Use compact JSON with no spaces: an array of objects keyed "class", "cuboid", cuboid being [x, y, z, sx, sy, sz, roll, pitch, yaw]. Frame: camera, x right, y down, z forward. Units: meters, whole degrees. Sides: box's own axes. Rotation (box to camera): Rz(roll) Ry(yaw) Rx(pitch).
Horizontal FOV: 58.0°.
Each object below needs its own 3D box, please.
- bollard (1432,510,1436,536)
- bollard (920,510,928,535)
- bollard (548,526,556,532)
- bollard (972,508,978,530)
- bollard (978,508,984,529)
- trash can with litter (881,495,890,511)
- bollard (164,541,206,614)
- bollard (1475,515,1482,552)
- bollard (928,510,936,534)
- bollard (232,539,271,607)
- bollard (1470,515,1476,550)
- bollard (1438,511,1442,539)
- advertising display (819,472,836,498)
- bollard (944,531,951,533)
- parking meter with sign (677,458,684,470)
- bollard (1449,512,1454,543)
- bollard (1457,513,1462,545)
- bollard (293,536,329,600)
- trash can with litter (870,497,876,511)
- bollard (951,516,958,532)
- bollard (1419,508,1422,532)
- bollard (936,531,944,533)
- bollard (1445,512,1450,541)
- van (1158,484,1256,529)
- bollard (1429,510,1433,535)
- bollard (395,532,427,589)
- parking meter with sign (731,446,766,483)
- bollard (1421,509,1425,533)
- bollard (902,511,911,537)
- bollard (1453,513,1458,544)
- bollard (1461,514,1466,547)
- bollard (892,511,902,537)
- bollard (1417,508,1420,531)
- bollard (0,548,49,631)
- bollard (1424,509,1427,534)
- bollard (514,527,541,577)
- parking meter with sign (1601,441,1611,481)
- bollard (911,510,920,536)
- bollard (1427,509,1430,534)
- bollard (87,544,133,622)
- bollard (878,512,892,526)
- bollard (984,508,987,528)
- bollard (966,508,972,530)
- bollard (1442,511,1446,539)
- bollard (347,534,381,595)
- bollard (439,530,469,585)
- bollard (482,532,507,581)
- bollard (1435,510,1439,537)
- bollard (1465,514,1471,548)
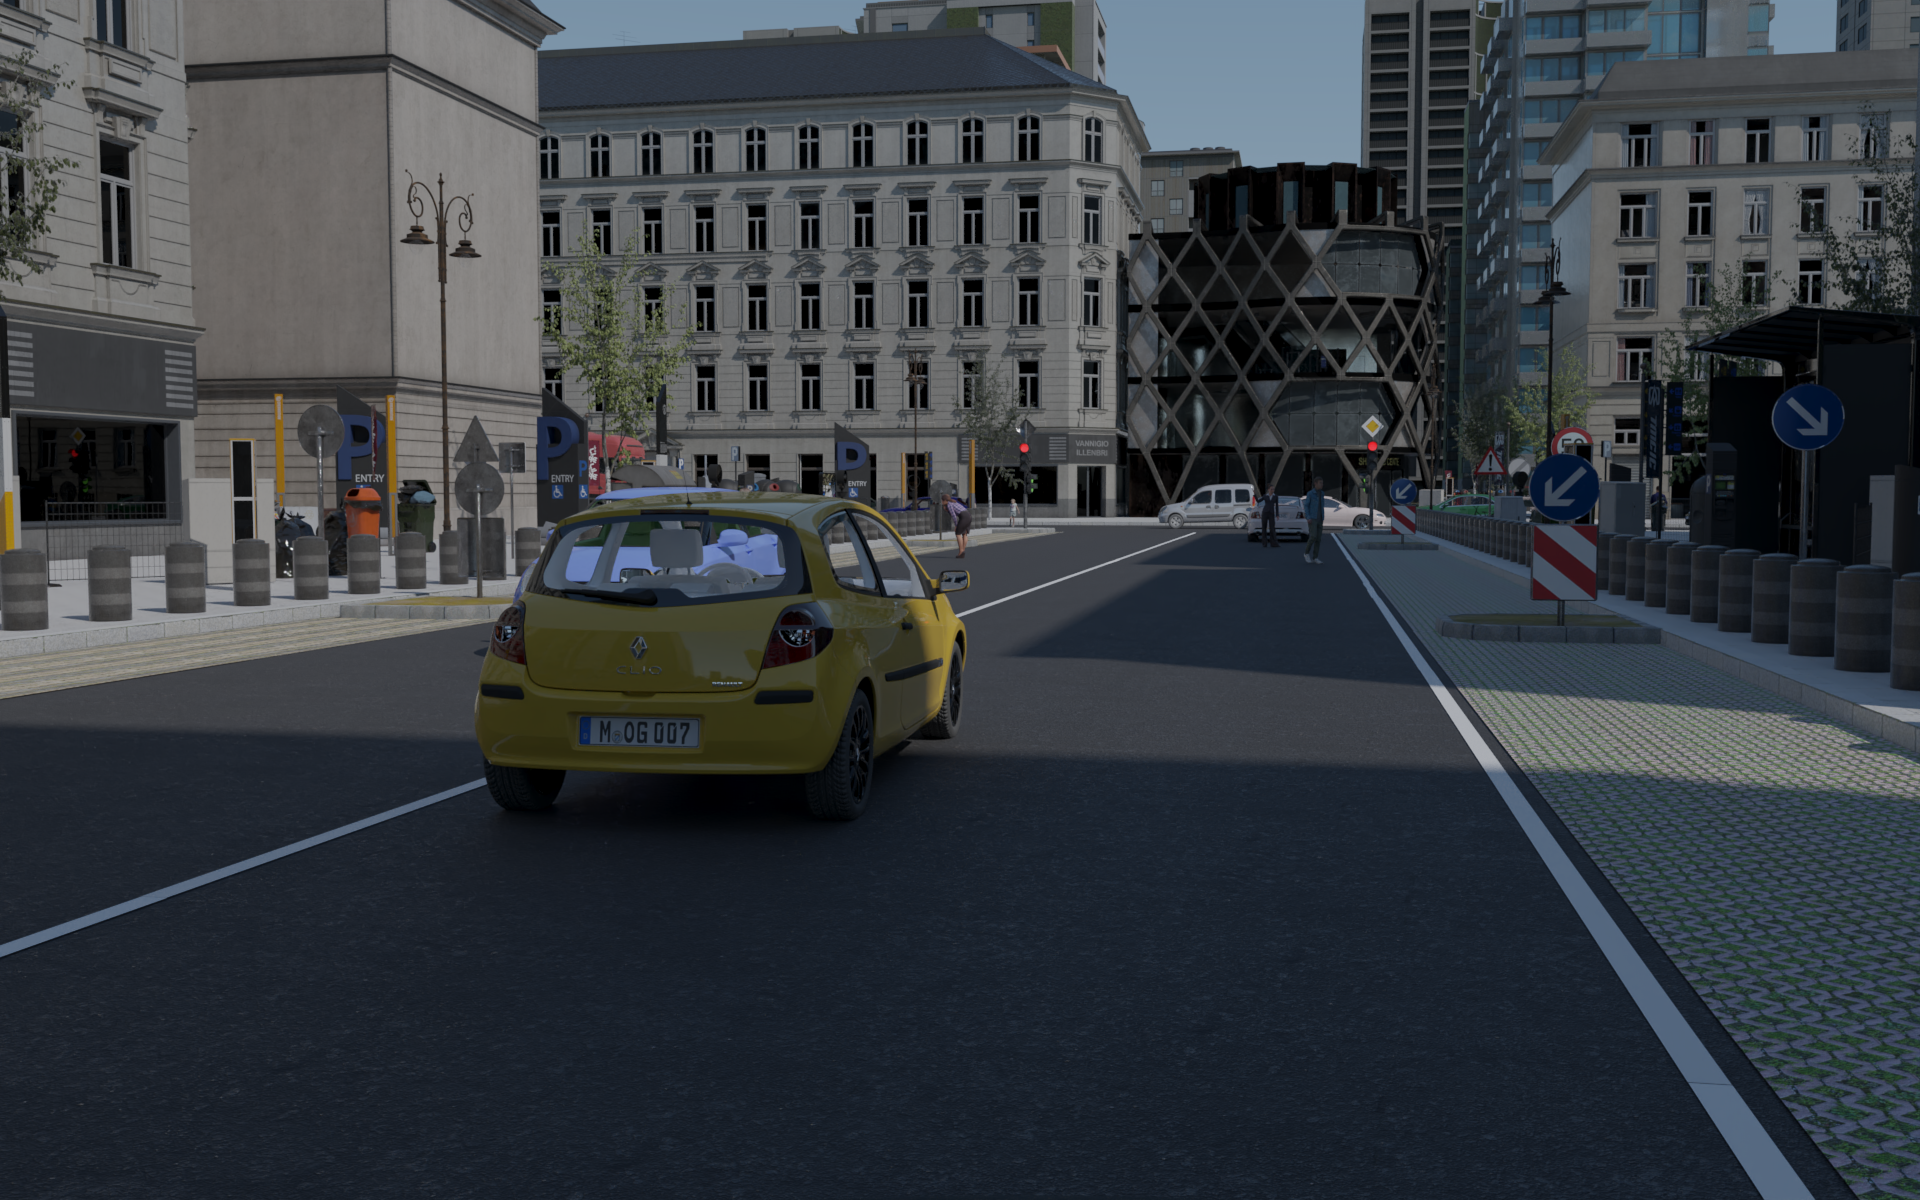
[{"class":"bollard","cuboid":[14.380,-2.258,51.633,0.404,0.777,0.398,0,3,0]},{"class":"bollard","cuboid":[-1.313,-2.414,54.185,0.404,0.777,0.398,0,3,0]},{"class":"bollard","cuboid":[-6.493,-0.824,28.188,0.404,0.777,0.398,0,3,0]},{"class":"bollard","cuboid":[0.337,-2.920,62.456,0.404,0.777,0.398,0,3,0]},{"class":"bollard","cuboid":[0.574,-2.992,63.642,0.404,0.777,0.398,0,3,0]},{"class":"trash can with litter","cuboid":[-7.504,-8.794,154.836,1.678,1.210,2.233,-1,4,-18]},{"class":"bollard","cuboid":[-8.380,-0.246,18.733,0.404,0.777,0.398,0,3,0]},{"class":"bollard","cuboid":[11.788,-1.463,38.644,0.404,0.777,0.398,0,3,0]},{"class":"bollard","cuboid":[-1.079,-2.486,55.364,0.404,0.777,0.398,0,3,0]},{"class":"bollard","cuboid":[-8.149,-0.318,19.922,0.404,0.777,0.398,0,3,0]},{"class":"bollard","cuboid":[12.023,-1.536,39.826,0.404,0.777,0.398,0,3,0]},{"class":"bollard","cuboid":[13.909,-2.114,49.277,0.404,0.777,0.398,0,3,0]},{"class":"advertising display","cuboid":[-3.949,-2.842,51.685,0.123,1.923,0.974,1,4,20]},{"class":"bollard","cuboid":[-0.605,-2.630,57.720,0.404,0.777,0.398,0,3,0]},{"class":"parking meter with sign","cuboid":[-14.442,-5.425,84.957,1.738,3.016,0.543,1,4,19]},{"class":"bollard","cuboid":[13.202,-1.897,45.736,0.404,0.777,0.398,0,3,0]},{"class":"bollard","cuboid":[12.729,-1.753,43.379,0.404,0.777,0.398,0,3,0]},{"class":"bollard","cuboid":[-7.908,-0.390,21.099,0.404,0.777,0.398,0,3,0]},{"class":"trash can with litter","cuboid":[-4.339,-4.745,88.969,1.055,1.170,0.624,0,4,-6]},{"class":"bollard","cuboid":[-0.372,-2.702,58.899,0.404,0.777,0.398,0,3,0]},{"class":"bollard","cuboid":[15.558,-2.620,57.559,0.404,0.777,0.398,0,3,0]},{"class":"bollard","cuboid":[-0.840,-2.558,56.542,0.404,0.777,0.398,0,3,0]},{"class":"bollard","cuboid":[13.436,-1.970,46.920,0.404,0.777,0.398,0,3,0]},{"class":"van","cuboid":[10.295,-3.972,71.955,4.112,2.044,2.013,1,4,9]},{"class":"bollard","cuboid":[14.614,-2.330,52.813,0.404,0.777,0.398,0,3,0]},{"class":"bollard","cuboid":[-7.441,-0.535,23.462,0.404,0.777,0.398,0,3,0]},{"class":"parking meter with sign","cuboid":[-7.500,-4.120,63.617,1.738,3.016,0.543,-3,4,-36]},{"class":"bollard","cuboid":[15.320,-2.548,56.374,0.404,0.777,0.398,0,3,0]},{"class":"bollard","cuboid":[-1.784,-2.269,51.821,0.404,0.777,0.398,0,3,0]},{"class":"bollard","cuboid":[12.967,-1.825,44.557,0.404,0.777,0.398,0,3,0]},{"class":"bollard","cuboid":[12.494,-1.681,42.199,0.404,0.777,0.398,0,3,0]},{"class":"bollard","cuboid":[-2.018,-2.197,50.642,0.404,0.777,0.398,0,3,0]},{"class":"bollard","cuboid":[15.799,-2.693,58.755,0.404,0.777,0.398,0,3,0]},{"class":"bollard","cuboid":[-8.850,-0.101,16.376,0.404,0.777,0.398,0,3,0]},{"class":"bollard","cuboid":[15.086,-2.475,55.179,0.404,0.777,0.398,0,3,0]},{"class":"bollard","cuboid":[-6.734,-0.751,26.997,0.404,0.777,0.398,0,3,0]},{"class":"parking meter with sign","cuboid":[20.492,-3.723,57.124,0.543,3.016,1.738,-3,5,-43]},{"class":"bollard","cuboid":[-1.550,-2.342,53.005,0.404,0.777,0.398,0,3,0]},{"class":"bollard","cuboid":[14.851,-2.403,54.000,0.404,0.777,0.398,0,3,0]},{"class":"bollard","cuboid":[-8.619,-0.174,17.555,0.404,0.777,0.398,0,3,0]},{"class":"bollard","cuboid":[-2.253,-2.125,49.457,0.404,0.777,0.398,0,3,0]},{"class":"bollard","cuboid":[0.812,-3.065,64.821,0.404,0.777,0.398,0,3,0]},{"class":"bollard","cuboid":[0.098,-2.847,61.266,0.404,0.777,0.398,0,3,0]},{"class":"bollard","cuboid":[13.670,-2.042,48.099,0.404,0.777,0.398,0,3,0]},{"class":"bollard","cuboid":[-7.673,-0.463,22.283,0.404,0.777,0.398,0,3,0]},{"class":"bollard","cuboid":[-7.203,-0.607,24.640,0.404,0.777,0.398,0,3,0]},{"class":"bollard","cuboid":[-6.968,-0.679,25.819,0.404,0.777,0.398,0,3,0]},{"class":"bollard","cuboid":[14.145,-2.186,50.455,0.404,0.777,0.398,0,3,0]},{"class":"bollard","cuboid":[12.255,-1.608,41.011,0.404,0.777,0.398,0,3,0]}]
